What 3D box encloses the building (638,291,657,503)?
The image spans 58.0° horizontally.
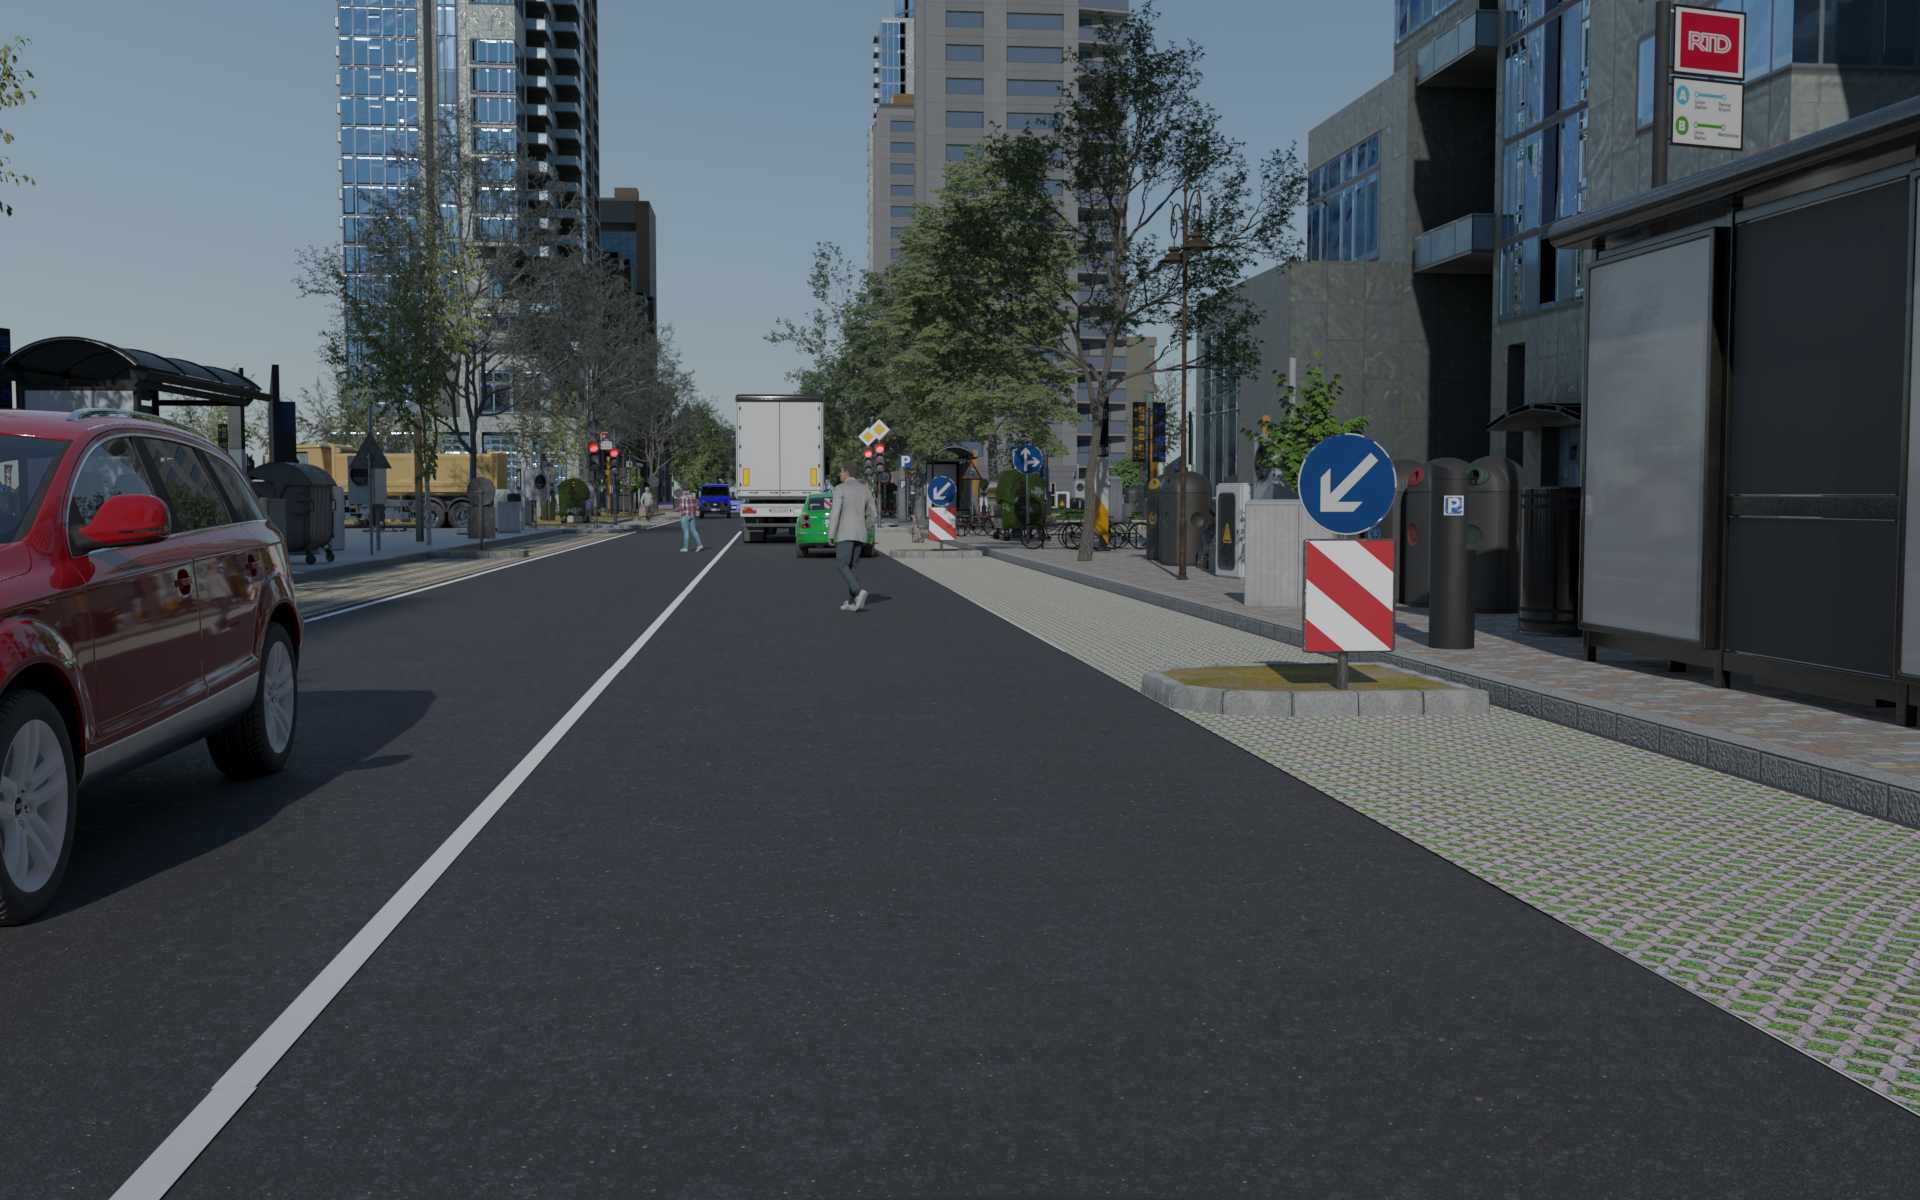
[{"bbox_3d":[-50.033,-28.804,242.647,14.160,30.474,14.107,0,4,-6],"label":"building"}]

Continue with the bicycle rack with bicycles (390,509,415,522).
[{"bbox_3d":[-25.613,-4.167,81.505,2.852,0.926,2.925,3,4,36],"label":"bicycle rack with bicycles"}]

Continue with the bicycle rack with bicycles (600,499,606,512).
[{"bbox_3d":[-24.328,-6.621,121.637,2.852,0.926,2.925,0,4,-5],"label":"bicycle rack with bicycles"}]

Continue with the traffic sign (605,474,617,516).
[{"bbox_3d":[-20.091,-6.102,99.866,0.768,2.556,0.104,0,4,2],"label":"traffic sign"}]

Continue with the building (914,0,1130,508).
[{"bbox_3d":[5.909,-38.624,173.498,21.231,58.520,28.212,0,4,-6],"label":"building"}]

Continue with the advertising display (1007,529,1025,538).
[{"bbox_3d":[1.646,-2.763,50.384,0.123,1.923,0.974,2,4,35],"label":"advertising display"}]

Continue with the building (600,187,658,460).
[{"bbox_3d":[-52.240,-37.068,256.166,14.600,45.320,14.200,0,4,-6],"label":"building"}]

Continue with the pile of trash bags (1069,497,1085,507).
[{"bbox_3d":[8.681,-6.818,121.228,1.912,1.369,3.447,-1,4,-19],"label":"pile of trash bags"}]

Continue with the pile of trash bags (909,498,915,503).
[{"bbox_3d":[-4.575,-7.848,138.062,3.447,1.369,1.912,0,4,-3],"label":"pile of trash bags"}]

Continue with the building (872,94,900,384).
[{"bbox_3d":[-2.669,-44.060,262.376,21.231,58.520,28.212,0,4,-6],"label":"building"}]

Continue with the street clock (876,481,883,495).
[{"bbox_3d":[-4.455,-5.550,95.319,0.471,2.002,0.358,0,4,-1],"label":"street clock"}]

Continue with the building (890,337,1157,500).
[{"bbox_3d":[6.329,-21.914,203.336,27.650,21.520,28.899,0,4,-6],"label":"building"}]

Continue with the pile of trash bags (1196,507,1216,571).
[{"bbox_3d":[5.737,-1.199,29.361,3.447,1.369,1.912,1,4,9],"label":"pile of trash bags"}]

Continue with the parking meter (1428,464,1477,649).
[{"bbox_3d":[4.107,-0.368,14.431,0.372,1.533,0.369,0,3,0],"label":"parking meter"}]

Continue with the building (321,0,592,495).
[{"bbox_3d":[-44.997,-51.724,158.355,22.319,86.520,31.000,0,4,-6],"label":"building"}]

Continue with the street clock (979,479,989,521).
[{"bbox_3d":[1.121,-4.690,81.257,0.358,2.002,0.471,-3,4,-36],"label":"street clock"}]

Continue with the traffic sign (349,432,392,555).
[{"bbox_3d":[-12.341,-2.218,36.260,0.884,2.594,0.081,0,4,-3],"label":"traffic sign"}]

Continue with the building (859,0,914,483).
[{"bbox_3d":[-6.690,-59.865,291.470,22.319,86.520,31.000,0,4,-6],"label":"building"}]

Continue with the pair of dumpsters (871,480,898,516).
[{"bbox_3d":[-4.340,-6.030,101.088,1.574,2.255,4.437,0,4,-6],"label":"pair of dumpsters"}]

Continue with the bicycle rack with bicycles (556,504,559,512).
[{"bbox_3d":[-29.317,-6.567,120.746,2.925,0.926,2.852,0,4,6],"label":"bicycle rack with bicycles"}]

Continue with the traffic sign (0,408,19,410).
[{"bbox_3d":[-11.498,-1.133,20.648,0.606,2.300,0.079,0,4,-6],"label":"traffic sign"}]

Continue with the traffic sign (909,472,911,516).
[{"bbox_3d":[-2.912,-6.215,101.617,0.884,2.594,0.081,0,4,-2],"label":"traffic sign"}]

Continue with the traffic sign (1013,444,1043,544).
[{"bbox_3d":[1.749,-2.718,44.550,0.768,2.556,0.104,0,4,3],"label":"traffic sign"}]

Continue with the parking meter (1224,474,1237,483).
[{"bbox_3d":[7.914,-2.759,50.826,0.399,1.863,0.255,0,4,5],"label":"parking meter"}]

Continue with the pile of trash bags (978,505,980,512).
[{"bbox_3d":[2.841,-7.238,128.096,1.912,1.369,3.447,2,4,31],"label":"pile of trash bags"}]

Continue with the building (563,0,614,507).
[{"bbox_3d":[-47.069,-45.671,184.967,20.563,71.187,20.611,0,4,-6],"label":"building"}]

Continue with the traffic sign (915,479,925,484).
[{"bbox_3d":[-2.160,-5.951,97.397,0.768,2.556,0.104,0,4,-1],"label":"traffic sign"}]

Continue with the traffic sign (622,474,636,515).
[{"bbox_3d":[-20.261,-6.492,106.148,0.884,2.594,0.081,0,4,-5],"label":"traffic sign"}]

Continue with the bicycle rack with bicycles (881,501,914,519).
[{"bbox_3d":[-2.596,-4.664,89.637,2.852,0.926,2.925,-2,4,-31],"label":"bicycle rack with bicycles"}]

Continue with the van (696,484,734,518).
[{"bbox_3d":[-14.665,-6.077,103.745,2.240,2.365,5.245,0,4,-8],"label":"van"}]

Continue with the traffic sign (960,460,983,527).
[{"bbox_3d":[0.424,-4.011,65.579,0.884,2.594,0.081,0,4,3],"label":"traffic sign"}]

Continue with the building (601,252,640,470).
[{"bbox_3d":[-45.880,-26.426,203.762,14.160,30.474,14.107,0,4,-6],"label":"building"}]

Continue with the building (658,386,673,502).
[{"bbox_3d":[-60.926,-26.484,278.051,27.650,21.520,28.899,0,4,-6],"label":"building"}]

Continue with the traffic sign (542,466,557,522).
[{"bbox_3d":[-18.852,-4.852,79.437,0.768,2.556,0.104,0,4,2],"label":"traffic sign"}]

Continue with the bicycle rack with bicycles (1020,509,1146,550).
[{"bbox_3d":[3.158,-1.664,40.591,2.925,0.926,2.852,1,4,23],"label":"bicycle rack with bicycles"}]

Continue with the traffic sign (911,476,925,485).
[{"bbox_3d":[-2.439,-6.096,99.669,0.884,2.594,0.081,0,4,-1],"label":"traffic sign"}]

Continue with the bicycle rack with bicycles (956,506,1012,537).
[{"bbox_3d":[1.084,-2.434,53.182,2.925,0.926,2.852,0,4,-5],"label":"bicycle rack with bicycles"}]

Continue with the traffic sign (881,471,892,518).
[{"bbox_3d":[-4.012,-5.646,92.414,0.768,2.556,0.104,0,4,2],"label":"traffic sign"}]

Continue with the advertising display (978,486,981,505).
[{"bbox_3d":[1.524,-7.985,135.767,0.123,1.923,0.974,0,4,5],"label":"advertising display"}]

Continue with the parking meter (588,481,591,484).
[{"bbox_3d":[-17.019,-4.470,78.803,0.399,1.863,0.255,1,4,13],"label":"parking meter"}]

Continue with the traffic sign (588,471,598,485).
[{"bbox_3d":[-20.005,-5.798,94.909,0.768,2.556,0.104,0,4,0],"label":"traffic sign"}]

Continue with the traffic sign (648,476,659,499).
[{"bbox_3d":[-21.640,-7.479,122.394,0.768,2.556,0.104,0,4,2],"label":"traffic sign"}]

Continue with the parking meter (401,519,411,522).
[{"bbox_3d":[-25.121,-4.451,78.483,0.399,1.863,0.255,-3,5,-44],"label":"parking meter"}]

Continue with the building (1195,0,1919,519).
[{"bbox_3d":[20.684,-44.591,41.728,22.319,86.520,31.000,0,4,-6],"label":"building"}]

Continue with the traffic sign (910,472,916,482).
[{"bbox_3d":[-2.530,-6.132,100.357,0.768,2.556,0.104,0,4,-1],"label":"traffic sign"}]
